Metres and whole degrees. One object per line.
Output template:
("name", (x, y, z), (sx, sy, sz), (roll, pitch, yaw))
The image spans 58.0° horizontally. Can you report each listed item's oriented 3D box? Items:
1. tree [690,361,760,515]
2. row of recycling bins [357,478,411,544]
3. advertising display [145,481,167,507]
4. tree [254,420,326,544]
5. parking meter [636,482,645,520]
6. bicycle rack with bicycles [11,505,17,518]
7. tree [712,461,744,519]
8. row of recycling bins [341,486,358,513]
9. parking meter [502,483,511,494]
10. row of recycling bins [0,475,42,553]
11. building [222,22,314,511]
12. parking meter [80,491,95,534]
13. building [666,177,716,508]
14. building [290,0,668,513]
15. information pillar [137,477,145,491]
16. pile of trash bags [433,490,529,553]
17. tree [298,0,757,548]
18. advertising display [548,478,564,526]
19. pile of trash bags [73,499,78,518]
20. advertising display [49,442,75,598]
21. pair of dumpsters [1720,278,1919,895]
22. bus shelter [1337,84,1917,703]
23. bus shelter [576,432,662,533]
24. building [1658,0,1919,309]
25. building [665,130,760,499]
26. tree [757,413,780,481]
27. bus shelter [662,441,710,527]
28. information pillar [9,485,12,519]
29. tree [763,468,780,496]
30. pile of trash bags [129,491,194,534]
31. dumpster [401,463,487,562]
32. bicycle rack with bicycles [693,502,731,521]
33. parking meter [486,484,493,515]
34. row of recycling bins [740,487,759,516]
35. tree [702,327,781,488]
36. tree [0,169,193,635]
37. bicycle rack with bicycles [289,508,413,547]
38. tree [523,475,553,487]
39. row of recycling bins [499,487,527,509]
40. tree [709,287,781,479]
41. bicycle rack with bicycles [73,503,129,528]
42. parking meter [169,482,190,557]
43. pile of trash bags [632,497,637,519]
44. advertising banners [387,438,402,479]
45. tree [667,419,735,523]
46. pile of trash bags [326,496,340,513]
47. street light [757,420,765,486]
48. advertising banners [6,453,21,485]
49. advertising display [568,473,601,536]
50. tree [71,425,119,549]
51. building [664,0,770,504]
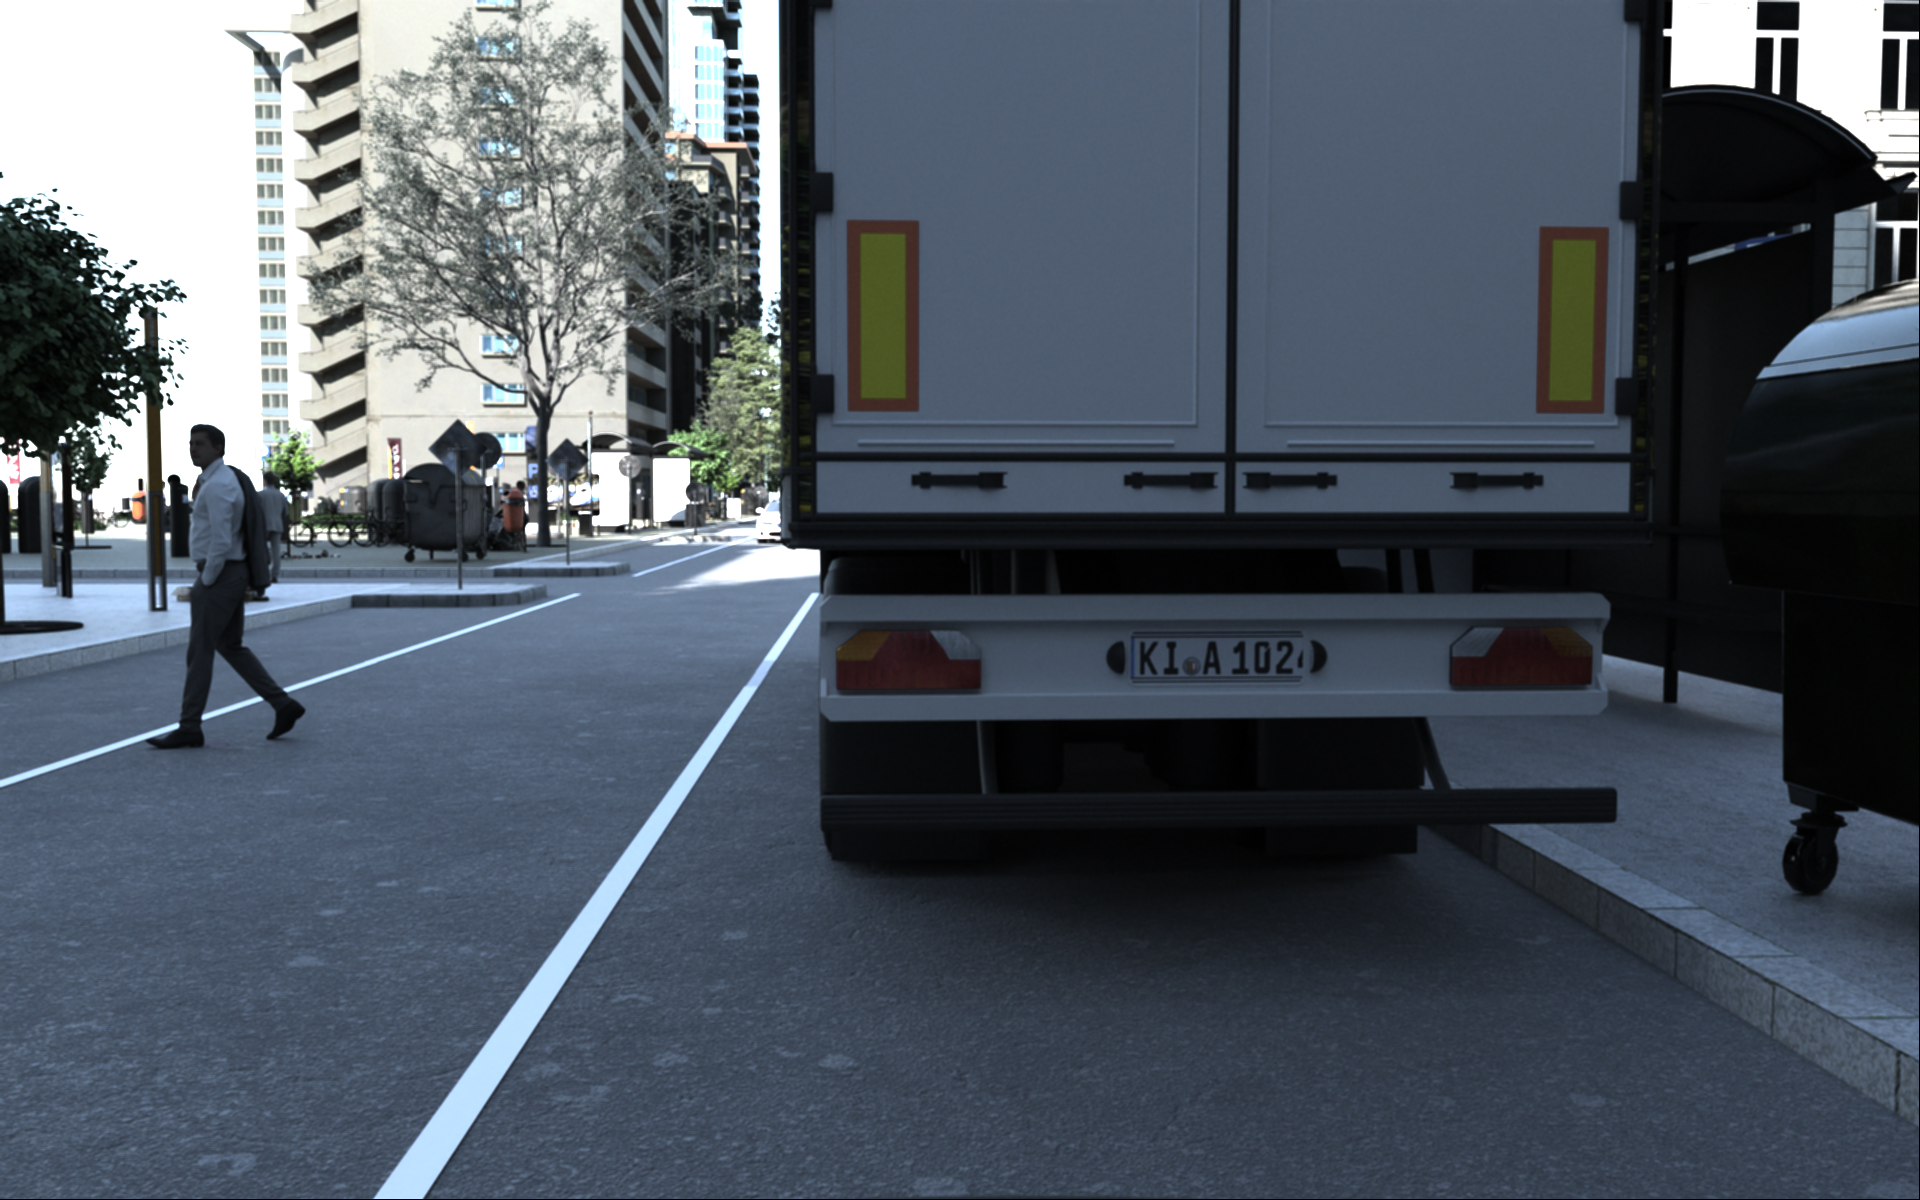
("tree", (-13.232, -8.940, 96.539), (4.360, 8.622, 3.978), (0, 3, 0))
("row of recycling bins", (-15.132, -2.381, 46.042), (1.069, 1.692, 3.534), (-2, 4, -27))
("advertising display", (-38.557, -4.759, 83.017), (0.974, 1.923, 0.123), (-3, 5, -41))
("tree", (-17.468, -3.108, 45.422), (1.663, 3.219, 1.824), (0, 3, 0))
("parking meter", (-15.688, -4.857, 85.118), (0.399, 1.863, 0.255), (2, 4, 30))
("bicycle rack with bicycles", (-42.908, -4.177, 81.672), (2.925, 0.926, 2.852), (3, 4, 37))
("tree", (-11.978, -5.724, 88.196), (1.663, 3.219, 1.824), (0, 3, 0))
("row of recycling bins", (-29.703, -4.946, 87.978), (1.069, 1.692, 3.534), (1, 4, 19))
("parking meter", (-23.580, -5.164, 90.135), (0.255, 1.863, 0.399), (3, 5, 40))
("row of recycling bins", (-21.482, -1.863, 37.573), (3.534, 1.692, 1.069), (-1, 4, -12))
("building", (-38.383, -27.362, 139.257), (32.217, 40.220, 23.993), (0, 4, -2))
("parking meter", (-28.108, -2.898, 55.786), (0.372, 1.533, 0.369), (0, 3, 0))
("building", (-30.195, -23.685, 158.945), (14.160, 30.474, 14.107), (0, 4, -2))
("building", (-31.795, -30.129, 116.309), (21.300, 48.544, 21.600), (0, 4, -2))
("information pillar", (-35.476, -4.316, 75.057), (0.304, 2.012, 0.304), (-1, 4, -22))
("pile of trash bags", (-10.559, -1.778, 38.822), (1.912, 1.369, 3.447), (-3, 4, -38))
("tree", (-10.162, -8.042, 41.851), (12.009, 13.543, 11.850), (0, 3, 0))
("advertising display", (-16.486, -3.961, 69.984), (0.974, 1.923, 0.123), (1, 4, 9))
("pile of trash bags", (-44.657, -4.638, 85.584), (1.912, 1.369, 3.447), (-2, 4, -27))
("advertising display", (-11.236, -1.007, 21.677), (0.123, 1.923, 0.974), (-2, 4, -35))
("pair of dumpsters", (3.347, -0.062, 3.512), (1.574, 2.255, 4.437), (0, 4, -2))
("bus shelter", (3.603, -1.066, 11.349), (2.014, 3.302, 5.546), (0, 4, -2))
("bus shelter", (-11.706, -4.013, 59.536), (2.014, 3.302, 5.546), (0, 4, -3))
("building", (31.775, -16.636, 48.414), (44.131, 29.872, 17.030), (0, 4, -2))
("building", (-36.156, -34.008, 210.651), (22.147, 44.769, 28.867), (0, 4, -2))
("tree", (-16.833, -16.208, 182.015), (9.611, 12.733, 9.660), (0, 3, 0))
("bus shelter", (-11.282, -4.612, 69.334), (2.014, 3.302, 5.546), (0, 4, -2))
("information pillar", (-49.183, -6.013, 89.668), (0.183, 3.616, 0.504), (-2, 4, -32))
("tree", (-14.137, -8.344, 131.018), (1.663, 3.219, 1.824), (0, 3, 0))
("pile of trash bags", (-26.041, -2.925, 57.573), (1.912, 1.369, 3.447), (2, 4, 23))
("dumpster", (-9.907, -1.683, 33.272), (1.264, 1.857, 1.865), (0, 4, -3))
("bicycle rack with bicycles", (-12.386, -4.228, 82.508), (2.925, 0.926, 2.852), (0, 4, -3))
("parking meter", (-11.956, -2.153, 43.617), (0.372, 1.533, 0.369), (0, 3, 0))
("row of recycling bins", (-12.679, -5.980, 104.879), (1.069, 1.692, 3.534), (-1, 4, -12))
("tree", (-13.912, -12.226, 118.016), (7.486, 12.596, 7.792), (0, 3, 0))
("tree", (-9.181, -1.992, 16.291), (4.285, 4.588, 4.351), (0, 3, 0))
("bicycle rack with bicycles", (-14.593, -1.788, 42.615), (2.925, 0.926, 2.852), (1, 4, 12))
("tree", (-23.450, -6.217, 96.255), (1.663, 3.219, 1.824), (0, 3, 0))
("row of recycling bins", (-26.236, -5.701, 100.322), (3.534, 1.692, 1.069), (-3, 5, -42))
("tree", (-13.639, -17.388, 140.181), (12.611, 20.169, 13.585), (0, 3, 0))
("bicycle rack with bicycles", (-33.163, -3.211, 65.886), (2.925, 0.926, 2.852), (-1, 4, -10))
("parking meter", (-15.912, -1.646, 35.328), (0.372, 1.533, 0.369), (0, 3, 0))
("pile of trash bags", (-17.211, -4.779, 87.895), (3.447, 1.369, 1.912), (-2, 4, -25))
("advertising banners", (-17.287, -3.594, 54.952), (0.090, 3.025, 2.074), (2, 4, 34))
("tree", (-11.409, -5.652, 76.128), (4.285, 4.588, 4.351), (0, 3, 0))
("pile of trash bags", (-36.218, -5.679, 102.607), (3.447, 1.369, 1.912), (2, 4, 30))
("street light", (-12.457, -8.282, 108.192), (0.468, 5.910, 1.993), (0, 4, -2))
("advertising banners", (-26.981, -3.333, 50.681), (2.074, 3.025, 0.090), (0, 4, 5))
("advertising display", (-11.594, -2.952, 53.474), (0.974, 1.923, 0.123), (-1, 4, -12))
("tree", (-20.729, -2.822, 40.741), (1.663, 3.219, 1.824), (0, 3, 0))
("building", (-37.417, -56.671, 239.235), (22.319, 86.520, 31.000), (0, 4, -2))
